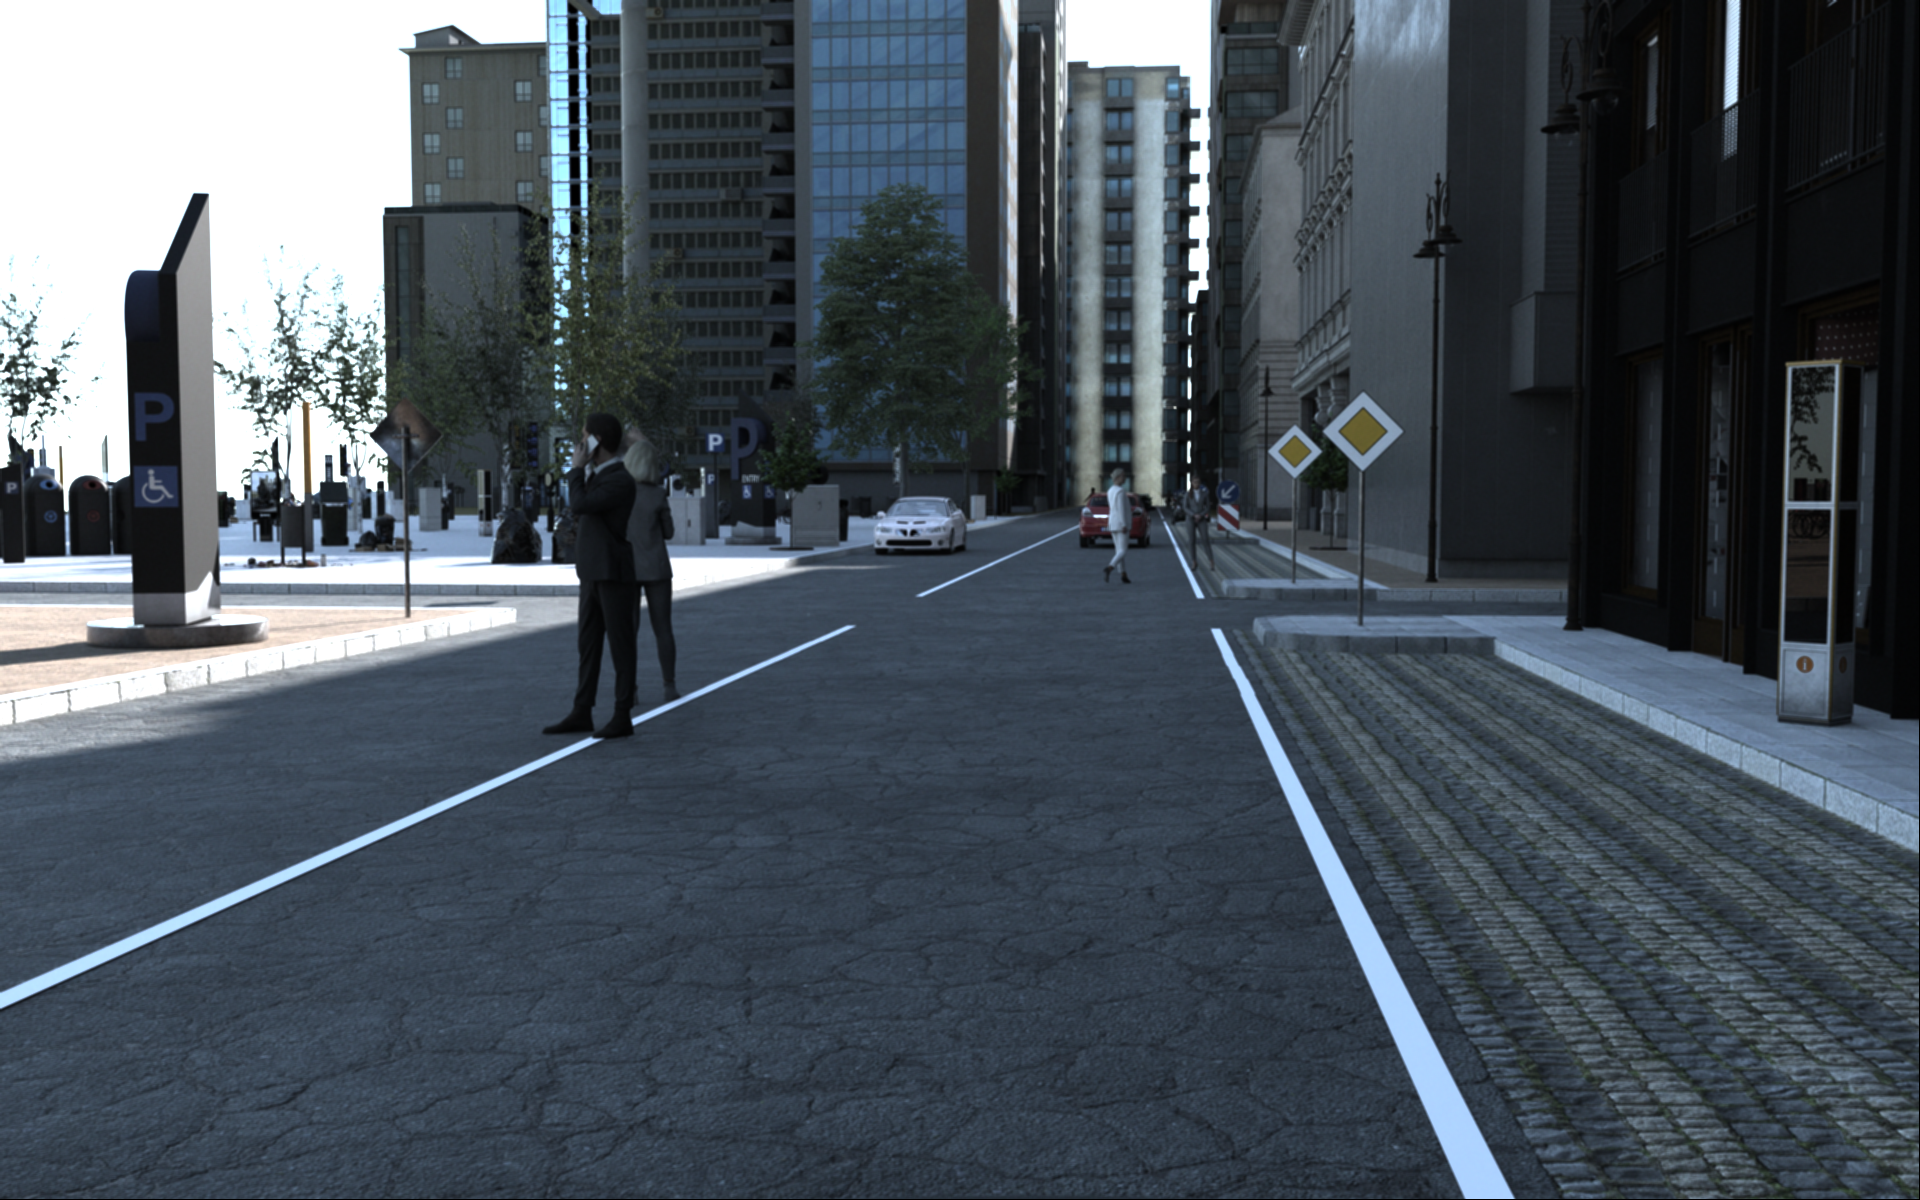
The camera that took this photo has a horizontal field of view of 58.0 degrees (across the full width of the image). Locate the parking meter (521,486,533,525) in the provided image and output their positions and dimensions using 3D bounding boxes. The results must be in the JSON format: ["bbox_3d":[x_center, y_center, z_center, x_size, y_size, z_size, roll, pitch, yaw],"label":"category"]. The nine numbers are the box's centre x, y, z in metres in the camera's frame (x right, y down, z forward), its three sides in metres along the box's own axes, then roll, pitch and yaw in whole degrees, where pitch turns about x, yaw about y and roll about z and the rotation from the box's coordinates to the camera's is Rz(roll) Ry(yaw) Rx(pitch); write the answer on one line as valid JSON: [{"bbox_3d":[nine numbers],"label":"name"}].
[{"bbox_3d":[-14.019,-2.917,56.112,0.372,1.533,0.369,0,3,0],"label":"parking meter"}]

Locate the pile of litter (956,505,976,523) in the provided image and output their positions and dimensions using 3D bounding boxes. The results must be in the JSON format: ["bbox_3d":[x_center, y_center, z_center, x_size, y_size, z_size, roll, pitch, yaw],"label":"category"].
[{"bbox_3d":[0.109,-3.827,76.529,1.176,0.858,1.719,0,4,7],"label":"pile of litter"}]

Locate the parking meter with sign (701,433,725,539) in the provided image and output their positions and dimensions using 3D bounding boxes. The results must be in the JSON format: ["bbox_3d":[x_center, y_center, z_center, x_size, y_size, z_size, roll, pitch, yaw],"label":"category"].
[{"bbox_3d":[-7.229,-3.300,50.208,0.543,3.016,1.738,-1,4,-17],"label":"parking meter with sign"}]

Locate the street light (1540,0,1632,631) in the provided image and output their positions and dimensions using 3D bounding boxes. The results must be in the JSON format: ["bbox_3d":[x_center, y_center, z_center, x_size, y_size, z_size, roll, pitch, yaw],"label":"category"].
[{"bbox_3d":[5.781,-2.652,16.156,0.468,5.910,1.993,0,4,6],"label":"street light"}]

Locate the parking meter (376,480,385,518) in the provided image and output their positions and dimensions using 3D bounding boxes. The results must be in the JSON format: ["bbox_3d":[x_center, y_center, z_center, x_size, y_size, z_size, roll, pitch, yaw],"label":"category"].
[{"bbox_3d":[-24.621,-4.154,73.636,0.255,1.863,0.399,0,4,-3],"label":"parking meter"}]

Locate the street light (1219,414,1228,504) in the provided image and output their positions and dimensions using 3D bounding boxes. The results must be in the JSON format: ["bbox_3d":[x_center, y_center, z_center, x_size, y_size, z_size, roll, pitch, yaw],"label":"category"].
[{"bbox_3d":[14.986,-7.693,98.567,0.468,5.910,1.993,0,4,6],"label":"street light"}]

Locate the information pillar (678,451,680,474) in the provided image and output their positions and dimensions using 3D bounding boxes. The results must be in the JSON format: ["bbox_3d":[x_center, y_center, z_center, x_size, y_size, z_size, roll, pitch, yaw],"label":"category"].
[{"bbox_3d":[-15.186,-6.263,93.758,0.183,3.616,0.504,-1,4,-13],"label":"information pillar"}]

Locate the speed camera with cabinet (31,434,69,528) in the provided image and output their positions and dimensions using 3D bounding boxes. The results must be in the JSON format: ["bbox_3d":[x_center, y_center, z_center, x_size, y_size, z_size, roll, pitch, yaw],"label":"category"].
[{"bbox_3d":[-29.790,-3.879,57.765,2.038,3.252,0.660,-2,4,-34],"label":"speed camera with cabinet"}]

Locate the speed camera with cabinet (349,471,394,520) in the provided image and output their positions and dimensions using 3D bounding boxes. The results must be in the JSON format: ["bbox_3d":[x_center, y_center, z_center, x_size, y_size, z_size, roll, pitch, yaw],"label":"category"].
[{"bbox_3d":[-29.498,-5.659,86.853,2.038,3.252,0.660,0,4,2],"label":"speed camera with cabinet"}]

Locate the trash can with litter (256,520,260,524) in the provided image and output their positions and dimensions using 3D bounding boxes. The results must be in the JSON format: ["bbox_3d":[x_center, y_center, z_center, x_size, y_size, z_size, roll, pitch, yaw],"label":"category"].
[{"bbox_3d":[-29.451,-3.804,73.578,1.055,1.170,0.624,-3,5,-44],"label":"trash can with litter"}]

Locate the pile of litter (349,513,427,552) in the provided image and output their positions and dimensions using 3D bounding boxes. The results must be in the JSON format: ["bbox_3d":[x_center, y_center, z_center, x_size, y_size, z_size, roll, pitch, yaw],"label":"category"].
[{"bbox_3d":[-12.857,-1.532,39.010,1.719,0.858,1.176,-1,4,-16],"label":"pile of litter"}]

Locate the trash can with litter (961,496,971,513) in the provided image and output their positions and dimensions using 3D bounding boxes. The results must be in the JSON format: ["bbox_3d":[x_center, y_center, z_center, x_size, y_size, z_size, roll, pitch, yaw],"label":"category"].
[{"bbox_3d":[0.607,-5.276,97.648,1.055,1.170,0.624,0,4,-1],"label":"trash can with litter"}]

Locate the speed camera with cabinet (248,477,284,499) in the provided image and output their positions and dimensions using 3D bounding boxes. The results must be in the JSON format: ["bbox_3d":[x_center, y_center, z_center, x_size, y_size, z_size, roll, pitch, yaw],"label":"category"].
[{"bbox_3d":[-37.766,-6.118,94.372,0.660,3.252,2.038,2,4,30],"label":"speed camera with cabinet"}]

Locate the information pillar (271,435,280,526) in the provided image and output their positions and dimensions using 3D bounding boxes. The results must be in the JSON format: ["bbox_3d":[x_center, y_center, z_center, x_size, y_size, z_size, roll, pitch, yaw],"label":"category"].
[{"bbox_3d":[-27.240,-4.748,68.977,0.183,3.616,0.504,0,4,6],"label":"information pillar"}]

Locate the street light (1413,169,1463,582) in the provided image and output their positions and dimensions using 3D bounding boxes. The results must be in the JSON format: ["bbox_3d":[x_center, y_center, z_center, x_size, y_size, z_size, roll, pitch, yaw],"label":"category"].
[{"bbox_3d":[6.877,-3.198,25.079,0.468,5.910,1.993,0,4,6],"label":"street light"}]

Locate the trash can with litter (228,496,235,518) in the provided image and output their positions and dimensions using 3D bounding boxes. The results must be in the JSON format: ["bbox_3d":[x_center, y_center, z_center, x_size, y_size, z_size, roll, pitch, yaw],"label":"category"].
[{"bbox_3d":[-38.428,-4.854,90.744,0.624,1.170,1.055,2,4,24],"label":"trash can with litter"}]

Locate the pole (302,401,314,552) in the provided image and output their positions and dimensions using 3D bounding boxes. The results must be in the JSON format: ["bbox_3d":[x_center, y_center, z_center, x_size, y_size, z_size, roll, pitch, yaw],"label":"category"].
[{"bbox_3d":[-14.389,-2.713,38.207,0.158,3.312,0.155,0,3,0],"label":"pole"}]

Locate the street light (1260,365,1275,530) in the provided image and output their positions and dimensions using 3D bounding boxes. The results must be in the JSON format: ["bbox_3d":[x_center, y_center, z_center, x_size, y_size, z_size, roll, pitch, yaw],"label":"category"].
[{"bbox_3d":[10.943,-5.451,61.911,0.468,5.910,1.993,0,4,6],"label":"street light"}]

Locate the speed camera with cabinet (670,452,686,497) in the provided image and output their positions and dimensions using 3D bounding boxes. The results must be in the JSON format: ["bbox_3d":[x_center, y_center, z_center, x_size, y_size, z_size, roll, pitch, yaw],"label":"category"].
[{"bbox_3d":[-13.956,-5.325,81.407,2.038,3.252,0.660,-1,4,-17],"label":"speed camera with cabinet"}]

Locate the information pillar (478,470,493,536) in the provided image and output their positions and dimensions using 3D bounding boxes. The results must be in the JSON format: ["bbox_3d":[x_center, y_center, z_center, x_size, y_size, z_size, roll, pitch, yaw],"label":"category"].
[{"bbox_3d":[-14.409,-2.941,52.573,0.304,2.012,0.304,3,5,40],"label":"information pillar"}]

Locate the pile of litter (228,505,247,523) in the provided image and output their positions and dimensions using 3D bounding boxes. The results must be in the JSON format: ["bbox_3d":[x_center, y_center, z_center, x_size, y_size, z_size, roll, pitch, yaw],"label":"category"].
[{"bbox_3d":[-32.522,-3.841,76.767,1.719,0.858,1.176,-1,4,-17],"label":"pile of litter"}]

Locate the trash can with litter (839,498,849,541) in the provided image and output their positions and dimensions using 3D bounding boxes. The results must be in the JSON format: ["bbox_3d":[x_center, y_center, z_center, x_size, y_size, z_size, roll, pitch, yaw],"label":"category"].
[{"bbox_3d":[-3.389,-2.193,47.241,0.624,1.170,1.055,-1,4,-16],"label":"trash can with litter"}]

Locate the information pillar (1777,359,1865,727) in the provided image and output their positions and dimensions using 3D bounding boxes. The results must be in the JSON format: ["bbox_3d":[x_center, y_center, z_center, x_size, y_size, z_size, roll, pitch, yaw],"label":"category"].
[{"bbox_3d":[4.801,-0.317,9.668,0.304,2.012,0.304,-3,5,-40],"label":"information pillar"}]

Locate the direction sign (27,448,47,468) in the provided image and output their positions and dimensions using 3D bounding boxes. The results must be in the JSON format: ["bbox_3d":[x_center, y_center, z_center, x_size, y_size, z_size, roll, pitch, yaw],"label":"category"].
[{"bbox_3d":[-45.776,-5.747,85.958,0.876,3.537,0.379,-2,4,-26],"label":"direction sign"}]

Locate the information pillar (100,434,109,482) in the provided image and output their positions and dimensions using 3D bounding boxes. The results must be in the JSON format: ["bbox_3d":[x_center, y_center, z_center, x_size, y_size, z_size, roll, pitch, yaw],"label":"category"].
[{"bbox_3d":[-33.391,-4.668,67.675,0.504,3.616,0.183,3,5,40],"label":"information pillar"}]

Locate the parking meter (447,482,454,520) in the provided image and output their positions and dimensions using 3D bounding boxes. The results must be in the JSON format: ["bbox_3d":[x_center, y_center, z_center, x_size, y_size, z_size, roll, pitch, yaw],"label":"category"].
[{"bbox_3d":[-25.344,-4.910,85.988,0.399,1.863,0.255,0,4,-5],"label":"parking meter"}]

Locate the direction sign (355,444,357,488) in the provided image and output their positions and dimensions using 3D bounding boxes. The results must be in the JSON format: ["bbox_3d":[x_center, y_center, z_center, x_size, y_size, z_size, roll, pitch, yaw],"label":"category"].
[{"bbox_3d":[-27.335,-5.288,78.463,0.379,3.537,0.876,-1,4,-22],"label":"direction sign"}]

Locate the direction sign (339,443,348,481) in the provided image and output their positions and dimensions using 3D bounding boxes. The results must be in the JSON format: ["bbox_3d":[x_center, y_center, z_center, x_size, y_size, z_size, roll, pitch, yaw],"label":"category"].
[{"bbox_3d":[-27.530,-5.223,77.388,0.379,3.537,0.876,0,4,2],"label":"direction sign"}]

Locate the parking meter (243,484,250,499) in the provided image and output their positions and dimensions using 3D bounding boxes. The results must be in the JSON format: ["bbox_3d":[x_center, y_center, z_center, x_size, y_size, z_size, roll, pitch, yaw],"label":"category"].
[{"bbox_3d":[-39.447,-5.517,95.920,0.399,1.863,0.255,1,4,19],"label":"parking meter"}]

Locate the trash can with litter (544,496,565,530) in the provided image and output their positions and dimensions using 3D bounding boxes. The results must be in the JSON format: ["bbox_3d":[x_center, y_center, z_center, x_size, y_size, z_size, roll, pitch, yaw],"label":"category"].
[{"bbox_3d":[-14.479,-3.131,62.242,1.678,1.210,2.233,0,4,-5],"label":"trash can with litter"}]

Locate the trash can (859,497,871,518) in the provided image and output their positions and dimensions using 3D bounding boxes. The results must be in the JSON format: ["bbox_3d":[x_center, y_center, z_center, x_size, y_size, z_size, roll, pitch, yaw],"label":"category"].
[{"bbox_3d":[-5.115,-5.010,93.561,0.748,1.137,0.748,0,3,0],"label":"trash can"}]

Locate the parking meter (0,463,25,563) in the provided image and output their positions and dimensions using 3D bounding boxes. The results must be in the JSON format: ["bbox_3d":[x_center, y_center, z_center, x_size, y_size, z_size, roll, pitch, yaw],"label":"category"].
[{"bbox_3d":[-17.640,-1.620,32.197,0.399,1.863,0.255,-2,4,-32],"label":"parking meter"}]

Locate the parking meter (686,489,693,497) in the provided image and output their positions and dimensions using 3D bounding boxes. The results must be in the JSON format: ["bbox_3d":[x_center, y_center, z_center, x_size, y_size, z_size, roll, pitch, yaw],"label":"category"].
[{"bbox_3d":[-14.314,-5.092,91.657,0.372,1.533,0.369,0,3,0],"label":"parking meter"}]

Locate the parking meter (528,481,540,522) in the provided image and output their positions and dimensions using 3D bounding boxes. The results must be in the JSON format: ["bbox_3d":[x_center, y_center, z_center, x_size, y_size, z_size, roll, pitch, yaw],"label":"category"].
[{"bbox_3d":[-19.562,-4.510,79.445,0.399,1.863,0.255,1,4,9],"label":"parking meter"}]

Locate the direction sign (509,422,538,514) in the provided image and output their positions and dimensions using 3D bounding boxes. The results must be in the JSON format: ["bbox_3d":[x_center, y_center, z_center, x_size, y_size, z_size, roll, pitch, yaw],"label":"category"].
[{"bbox_3d":[-13.693,-3.816,54.396,0.876,3.537,0.379,0,4,-8],"label":"direction sign"}]

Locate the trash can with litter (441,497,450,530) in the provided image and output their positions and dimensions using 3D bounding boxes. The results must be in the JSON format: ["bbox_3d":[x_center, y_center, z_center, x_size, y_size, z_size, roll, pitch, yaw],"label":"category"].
[{"bbox_3d":[-18.835,-3.105,62.162,1.055,1.170,0.624,1,4,20],"label":"trash can with litter"}]

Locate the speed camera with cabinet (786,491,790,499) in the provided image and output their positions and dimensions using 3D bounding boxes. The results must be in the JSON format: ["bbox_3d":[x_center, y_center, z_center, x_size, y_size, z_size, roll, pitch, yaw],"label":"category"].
[{"bbox_3d":[-7.337,-5.456,83.548,2.038,3.252,0.660,-1,4,-19],"label":"speed camera with cabinet"}]

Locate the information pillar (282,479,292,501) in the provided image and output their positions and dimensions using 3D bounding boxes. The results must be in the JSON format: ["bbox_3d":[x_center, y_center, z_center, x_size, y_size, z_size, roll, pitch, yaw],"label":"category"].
[{"bbox_3d":[-32.119,-4.781,82.657,0.304,2.012,0.304,2,4,32],"label":"information pillar"}]

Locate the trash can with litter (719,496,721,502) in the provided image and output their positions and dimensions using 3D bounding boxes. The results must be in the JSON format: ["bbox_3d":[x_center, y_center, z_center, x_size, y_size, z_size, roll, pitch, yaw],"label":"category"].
[{"bbox_3d":[-12.920,-4.768,89.015,2.233,1.210,1.678,-3,5,-42],"label":"trash can with litter"}]

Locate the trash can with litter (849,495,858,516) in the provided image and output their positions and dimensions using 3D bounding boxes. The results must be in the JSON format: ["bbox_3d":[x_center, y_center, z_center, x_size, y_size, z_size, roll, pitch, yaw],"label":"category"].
[{"bbox_3d":[-6.391,-5.430,99.839,2.233,1.210,1.678,0,4,-1],"label":"trash can with litter"}]

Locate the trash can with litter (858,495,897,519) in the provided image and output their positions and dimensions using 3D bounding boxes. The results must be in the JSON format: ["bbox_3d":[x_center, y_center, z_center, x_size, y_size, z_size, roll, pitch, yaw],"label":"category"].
[{"bbox_3d":[-3.944,-4.842,90.216,2.233,1.210,1.678,0,4,5],"label":"trash can with litter"}]

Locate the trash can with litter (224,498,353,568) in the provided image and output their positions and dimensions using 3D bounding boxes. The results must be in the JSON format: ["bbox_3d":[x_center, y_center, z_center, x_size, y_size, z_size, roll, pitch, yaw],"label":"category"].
[{"bbox_3d":[-12.062,-1.206,30.771,2.233,1.210,1.678,2,4,25],"label":"trash can with litter"}]

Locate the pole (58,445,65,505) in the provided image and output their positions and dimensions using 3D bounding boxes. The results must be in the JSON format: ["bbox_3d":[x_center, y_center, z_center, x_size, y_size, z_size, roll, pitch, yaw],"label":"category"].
[{"bbox_3d":[-37.321,-4.777,71.940,0.158,3.312,0.155,0,3,0],"label":"pole"}]
